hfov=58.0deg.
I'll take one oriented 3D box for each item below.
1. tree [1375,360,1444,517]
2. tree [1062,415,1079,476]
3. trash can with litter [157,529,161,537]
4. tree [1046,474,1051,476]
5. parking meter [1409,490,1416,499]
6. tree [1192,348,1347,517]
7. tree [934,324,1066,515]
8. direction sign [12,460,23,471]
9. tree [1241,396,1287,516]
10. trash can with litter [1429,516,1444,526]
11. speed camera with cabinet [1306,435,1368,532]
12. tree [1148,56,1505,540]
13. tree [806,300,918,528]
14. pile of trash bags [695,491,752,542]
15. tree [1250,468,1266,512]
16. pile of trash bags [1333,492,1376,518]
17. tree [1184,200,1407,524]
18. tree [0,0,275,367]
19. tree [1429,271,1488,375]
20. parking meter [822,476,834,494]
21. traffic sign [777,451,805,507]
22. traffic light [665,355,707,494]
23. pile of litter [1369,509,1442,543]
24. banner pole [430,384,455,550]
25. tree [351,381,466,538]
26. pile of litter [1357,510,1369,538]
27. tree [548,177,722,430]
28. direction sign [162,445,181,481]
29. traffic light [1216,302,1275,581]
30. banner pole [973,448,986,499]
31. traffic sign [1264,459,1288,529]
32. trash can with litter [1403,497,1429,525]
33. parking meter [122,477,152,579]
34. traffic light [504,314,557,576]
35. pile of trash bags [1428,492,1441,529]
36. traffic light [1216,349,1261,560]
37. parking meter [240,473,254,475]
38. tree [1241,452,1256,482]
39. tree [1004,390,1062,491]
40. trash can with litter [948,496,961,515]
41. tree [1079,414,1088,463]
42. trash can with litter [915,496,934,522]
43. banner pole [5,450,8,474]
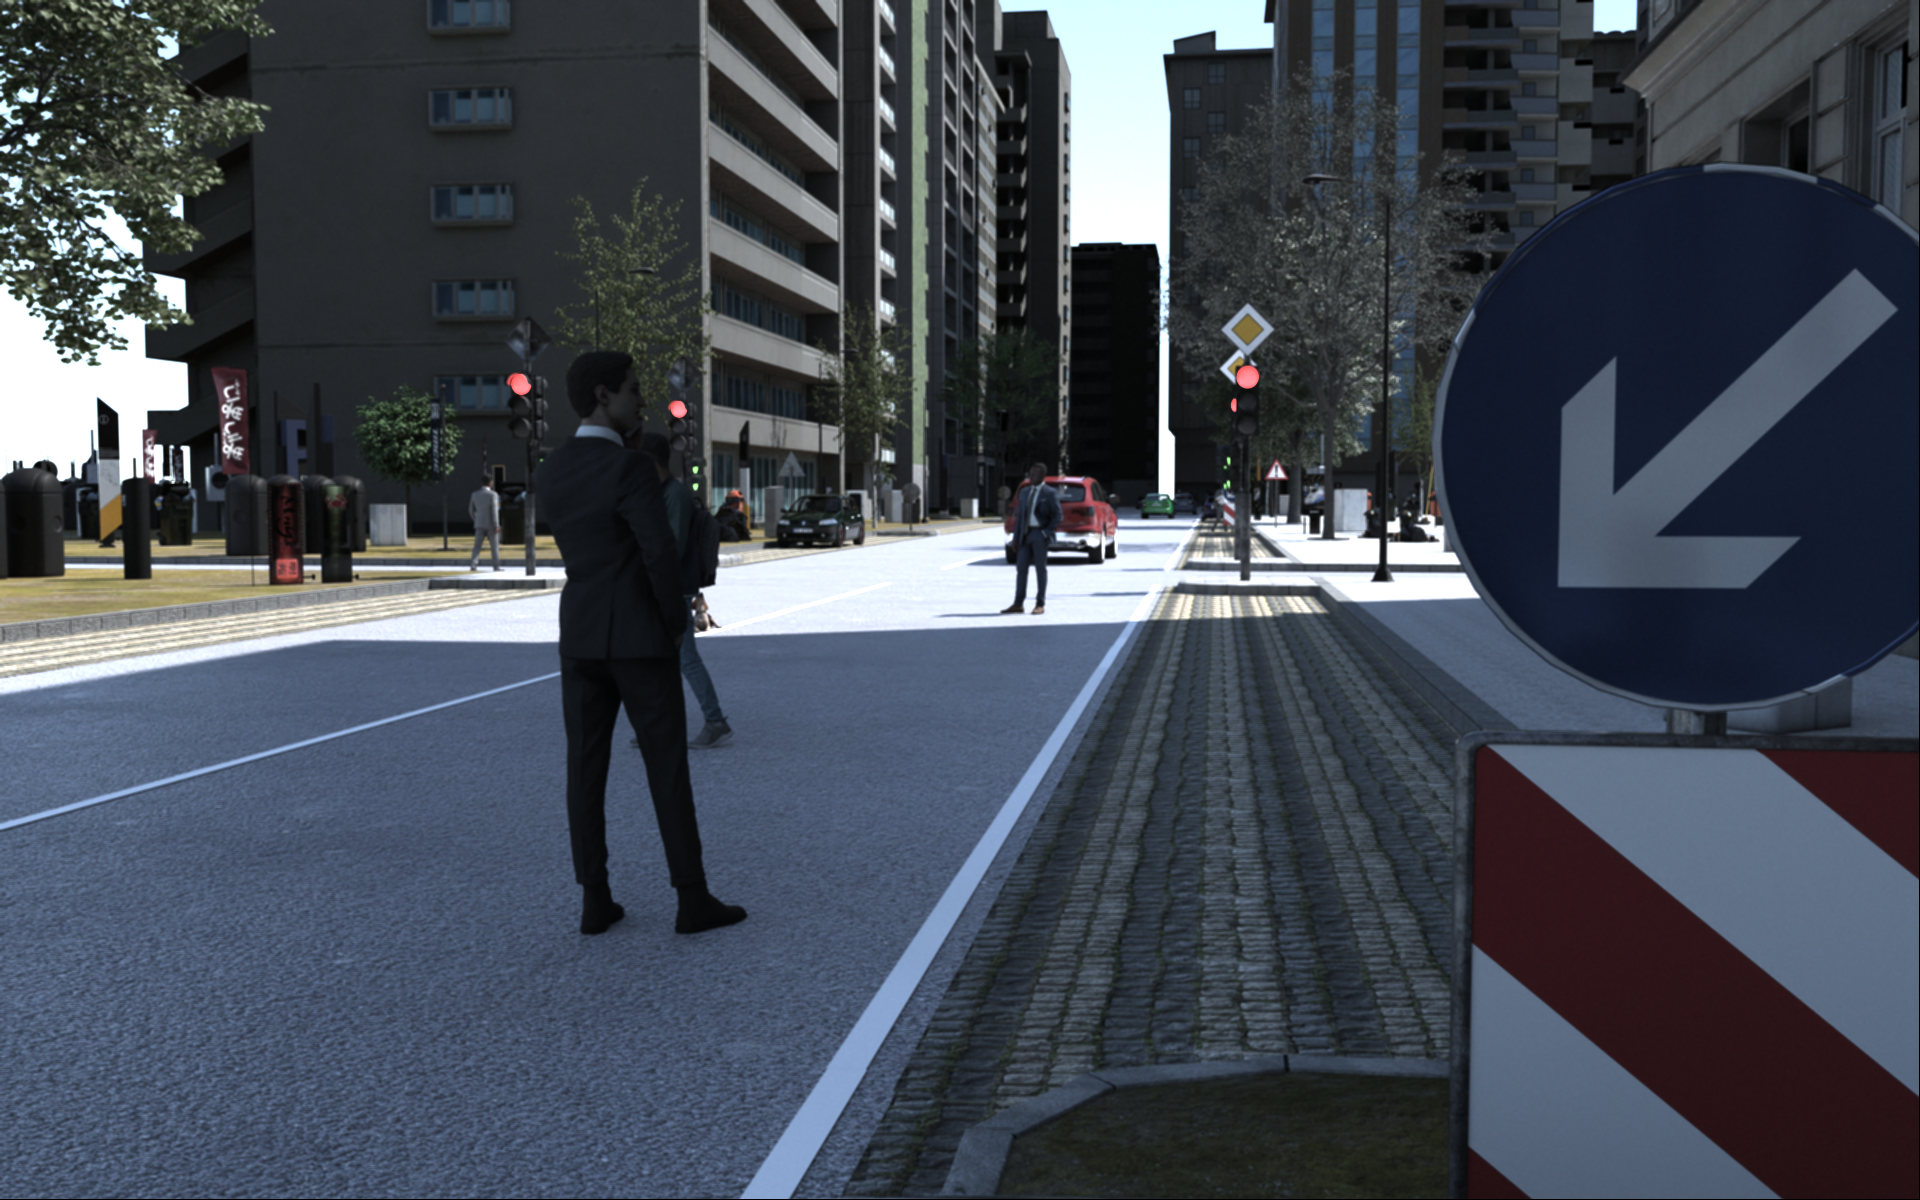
[{"bbox_3d":[25.073,-8.813,94.453,4.737,8.622,4.395,0,3,0],"label":"tree"},{"bbox_3d":[5.999,-10.767,126.405,4.360,8.622,3.978,0,3,0],"label":"tree"},{"bbox_3d":[-23.316,-2.426,51.057,1.055,1.170,0.624,2,4,32],"label":"trash can with litter"},{"bbox_3d":[7.246,-9.151,144.215,1.663,3.219,1.824,0,3,0],"label":"tree"},{"bbox_3d":[27.836,-6.005,106.592,0.372,1.533,0.369,0,3,0],"label":"parking meter"},{"bbox_3d":[17.178,-9.838,95.260,8.767,10.594,7.601,0,4,-1],"label":"tree"},{"bbox_3d":[2.405,-10.939,104.607,9.928,11.665,9.643,0,3,0],"label":"tree"},{"bbox_3d":[-62.707,-7.545,115.361,0.876,3.537,0.379,1,4,17],"label":"direction sign"},{"bbox_3d":[18.083,-9.295,102.331,4.737,8.622,4.395,0,3,0],"label":"tree"},{"bbox_3d":[19.536,-3.608,70.380,0.624,1.170,1.055,1,4,21],"label":"trash can with litter"},{"bbox_3d":[12.636,-3.897,58.053,2.038,3.252,0.660,-1,4,-18],"label":"speed camera with cabinet"},{"bbox_3d":[10.370,-8.451,48.550,12.009,13.543,11.850,0,3,0],"label":"tree"},{"bbox_3d":[-3.379,-6.997,64.756,4.737,8.622,4.395,0,3,0],"label":"tree"},{"bbox_3d":[-6.595,-2.306,47.464,1.912,1.369,3.447,1,4,9],"label":"pile of trash bags"},{"bbox_3d":[20.757,-7.862,123.143,1.663,3.219,1.824,0,3,0],"label":"tree"},{"bbox_3d":[19.805,-4.679,86.256,1.912,1.369,3.447,0,4,-6],"label":"pile of trash bags"},{"bbox_3d":[14.517,-10.315,75.306,9.857,13.997,8.962,0,3,0],"label":"tree"},{"bbox_3d":[-10.180,-6.008,16.356,7.486,12.596,7.792,0,3,0],"label":"tree"},{"bbox_3d":[17.362,-6.503,56.678,4.360,8.622,3.978,0,3,0],"label":"tree"},{"bbox_3d":[-4.407,-3.176,57.646,0.399,1.863,0.255,-2,4,-31],"label":"parking meter"},{"bbox_3d":[-5.064,-3.175,51.913,0.884,2.594,0.081,1,4,14],"label":"traffic sign"},{"bbox_3d":[-5.579,-2.820,35.030,0.839,4.253,0.868,1,4,8],"label":"traffic light"},{"bbox_3d":[12.068,-1.983,46.384,1.176,0.858,1.719,-2,4,-31],"label":"pile of litter"},{"bbox_3d":[-11.951,-3.042,39.761,0.401,3.779,0.863,-3,5,-44],"label":"banner pole"},{"bbox_3d":[-16.096,-4.099,50.741,4.285,4.588,4.351,0,3,0],"label":"tree"},{"bbox_3d":[12.236,-2.236,50.520,1.176,0.858,1.719,0,4,-5],"label":"pile of litter"},{"bbox_3d":[-7.872,-5.553,41.149,4.737,8.622,4.395,0,3,0],"label":"tree"},{"bbox_3d":[-35.596,-5.279,78.312,0.379,3.537,0.876,2,4,35],"label":"direction sign"},{"bbox_3d":[4.207,-2.240,25.543,0.839,4.253,0.868,1,4,8],"label":"traffic light"},{"bbox_3d":[0.992,-6.321,93.363,0.863,3.779,0.401,1,4,15],"label":"banner pole"},{"bbox_3d":[11.659,-3.905,63.849,0.884,2.594,0.081,1,4,10],"label":"traffic sign"},{"bbox_3d":[19.137,-3.734,72.441,1.055,1.170,0.624,-1,4,-17],"label":"trash can with litter"},{"bbox_3d":[-12.426,-1.084,26.136,0.372,1.533,0.369,0,3,0],"label":"parking meter"},{"bbox_3d":[-6.739,-2.337,27.129,0.839,4.253,0.868,1,4,8],"label":"traffic light"},{"bbox_3d":[18.983,-3.303,63.750,3.447,1.369,1.912,2,4,25],"label":"pile of trash bags"},{"bbox_3d":[5.368,-2.723,33.443,0.839,4.253,0.868,1,4,8],"label":"traffic light"},{"bbox_3d":[-18.681,-2.434,45.513,0.255,1.863,0.399,1,4,12],"label":"parking meter"},{"bbox_3d":[29.128,-14.082,180.604,4.360,8.622,3.978,0,3,0],"label":"tree"},{"bbox_3d":[4.861,-10.423,120.784,4.360,8.622,3.978,0,3,0],"label":"tree"},{"bbox_3d":[-0.245,-5.757,105.189,2.233,1.210,1.678,0,4,-7],"label":"trash can with litter"},{"bbox_3d":[9.975,-12.766,159.078,4.360,8.622,3.978,0,3,0],"label":"tree"},{"bbox_3d":[-1.907,-4.309,81.516,1.678,1.210,2.233,0,4,-5],"label":"trash can with litter"},{"bbox_3d":[-53.943,-6.609,98.068,0.401,3.779,0.863,-2,4,-26],"label":"banner pole"}]
